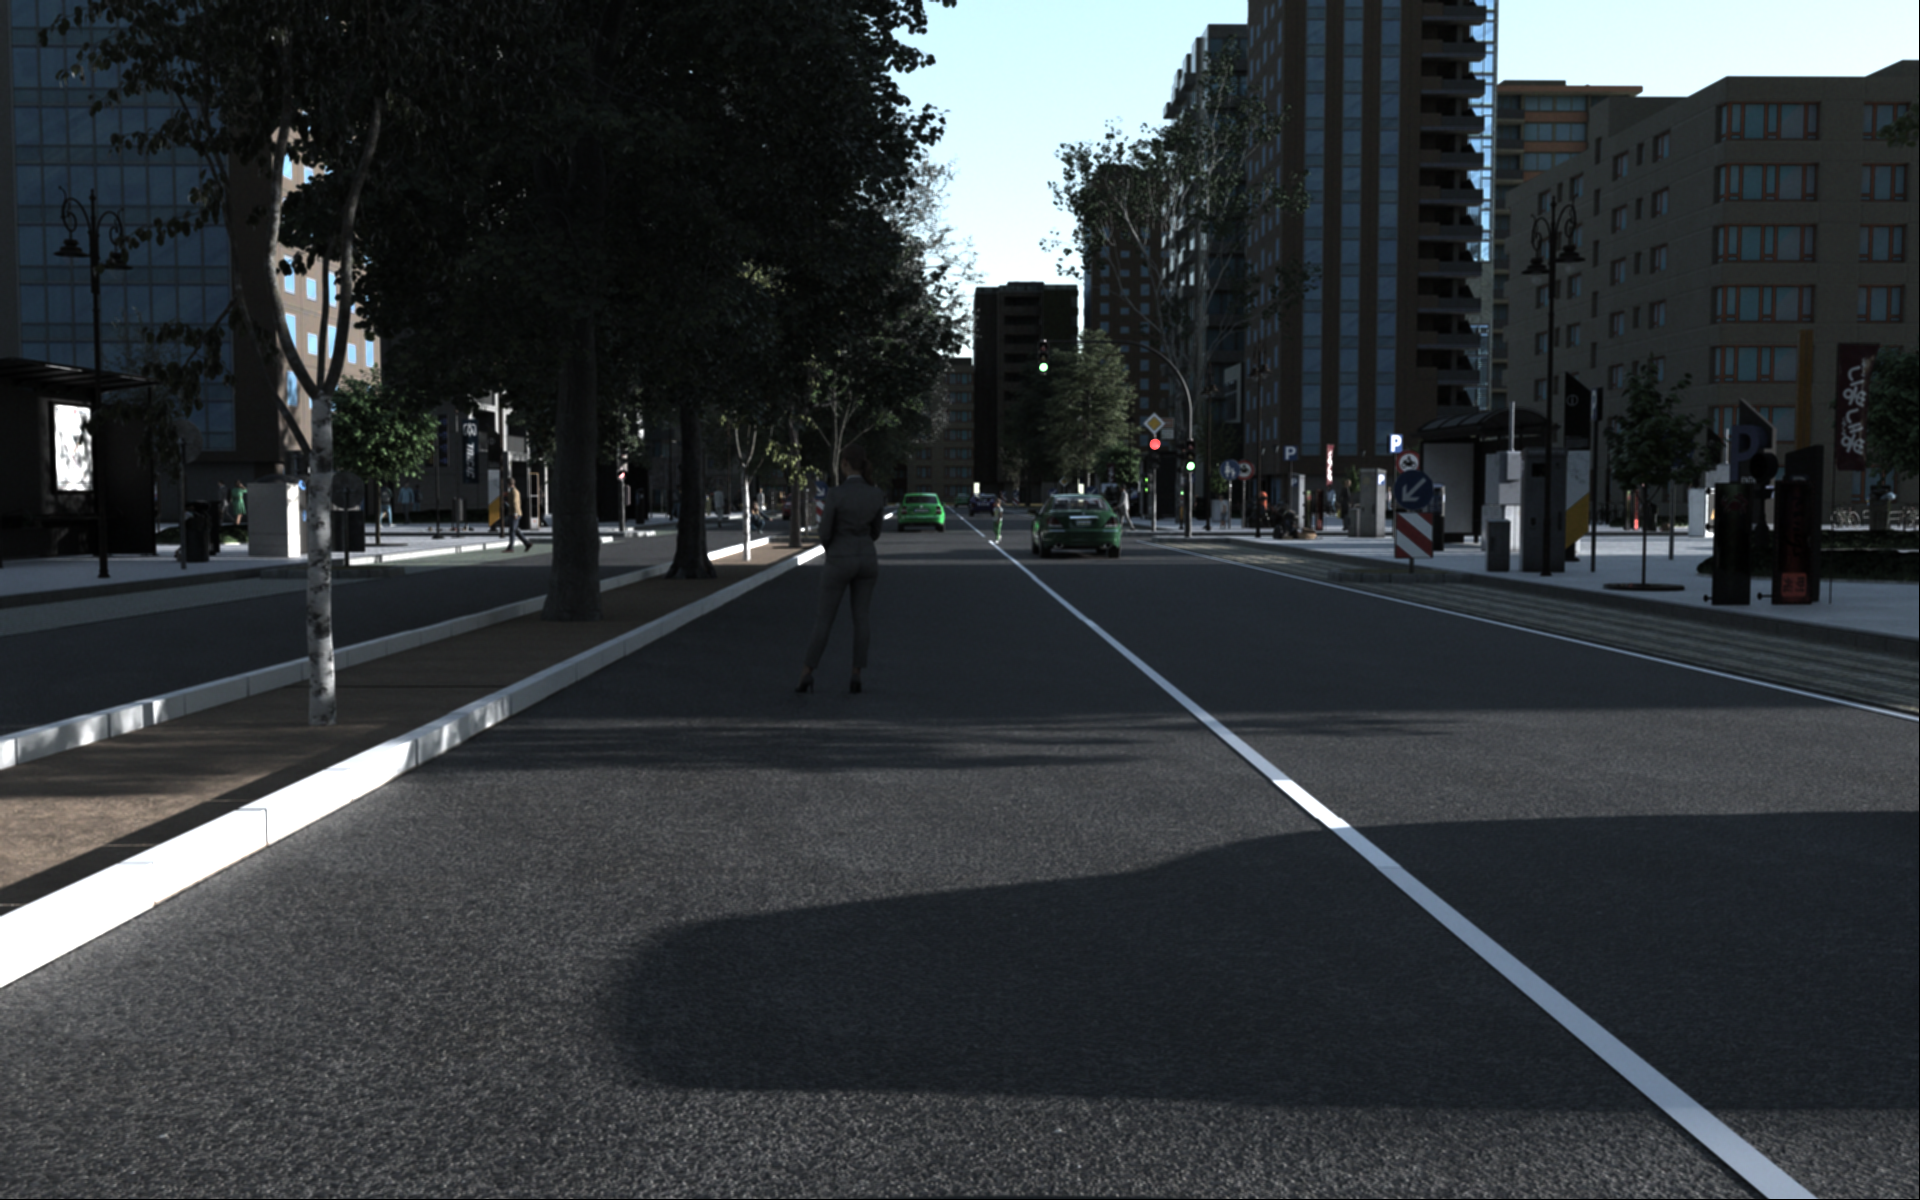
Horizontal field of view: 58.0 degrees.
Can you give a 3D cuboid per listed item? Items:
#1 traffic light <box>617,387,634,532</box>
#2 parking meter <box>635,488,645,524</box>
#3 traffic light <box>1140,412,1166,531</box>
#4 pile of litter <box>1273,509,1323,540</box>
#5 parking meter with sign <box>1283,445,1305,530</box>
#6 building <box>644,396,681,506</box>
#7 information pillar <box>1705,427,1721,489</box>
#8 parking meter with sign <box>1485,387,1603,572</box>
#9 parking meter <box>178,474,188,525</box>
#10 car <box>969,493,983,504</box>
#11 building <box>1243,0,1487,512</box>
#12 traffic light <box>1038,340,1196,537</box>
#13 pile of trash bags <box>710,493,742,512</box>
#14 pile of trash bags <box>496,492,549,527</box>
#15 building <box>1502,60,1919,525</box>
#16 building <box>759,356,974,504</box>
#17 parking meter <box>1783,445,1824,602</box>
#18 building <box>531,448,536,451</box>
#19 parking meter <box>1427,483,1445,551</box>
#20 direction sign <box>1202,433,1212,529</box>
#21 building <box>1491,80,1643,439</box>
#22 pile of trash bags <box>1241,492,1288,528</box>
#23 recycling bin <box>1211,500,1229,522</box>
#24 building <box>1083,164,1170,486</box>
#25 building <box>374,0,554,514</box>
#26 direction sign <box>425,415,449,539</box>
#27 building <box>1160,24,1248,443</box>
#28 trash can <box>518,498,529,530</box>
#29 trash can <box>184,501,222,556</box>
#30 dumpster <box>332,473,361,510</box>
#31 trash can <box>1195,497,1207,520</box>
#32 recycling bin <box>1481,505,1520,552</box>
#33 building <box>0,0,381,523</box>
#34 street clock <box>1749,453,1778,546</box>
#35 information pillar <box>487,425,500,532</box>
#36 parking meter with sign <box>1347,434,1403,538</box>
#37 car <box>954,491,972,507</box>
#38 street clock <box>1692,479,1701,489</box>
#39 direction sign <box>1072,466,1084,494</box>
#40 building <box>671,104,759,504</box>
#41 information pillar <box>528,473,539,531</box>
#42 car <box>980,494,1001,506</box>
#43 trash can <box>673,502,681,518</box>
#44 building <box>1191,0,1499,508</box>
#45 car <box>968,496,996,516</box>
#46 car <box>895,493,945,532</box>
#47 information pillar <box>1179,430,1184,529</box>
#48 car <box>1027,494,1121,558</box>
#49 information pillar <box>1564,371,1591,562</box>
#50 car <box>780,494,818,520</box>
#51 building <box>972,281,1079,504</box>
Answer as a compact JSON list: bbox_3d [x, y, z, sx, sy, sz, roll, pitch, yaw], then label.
[{"bbox_3d":[-9.441,-5.168,59.156,4.771,5.953,1.251,0,4,-1],"label":"traffic light"},{"bbox_3d":[-13.654,-4.004,73.884,0.372,1.533,0.369,0,3,0],"label":"parking meter"},{"bbox_3d":[6.628,-4.310,59.391,0.839,4.253,0.868,0,4,-1],"label":"traffic light"},{"bbox_3d":[9.620,-2.159,49.272,1.719,0.858,1.176,-1,4,-20],"label":"pile of litter"},{"bbox_3d":[12.247,-4.075,62.882,0.543,3.016,1.738,2,4,28],"label":"parking meter with sign"},{"bbox_3d":[-45.628,-34.485,183.444,30.456,49.044,23.786,0,4,-1],"label":"building"},{"bbox_3d":[26.363,-4.240,60.673,0.504,3.616,0.183,0,4,4],"label":"information pillar"},{"bbox_3d":[9.616,-1.977,28.586,1.738,3.016,0.543,1,4,10],"label":"parking meter with sign"},{"bbox_3d":[-22.437,-2.710,50.021,0.255,1.863,0.399,-2,4,-24],"label":"parking meter"},{"bbox_3d":[1.814,-9.521,165.254,1.945,1.707,3.694,0,4,-3],"label":"car"},{"bbox_3d":[29.168,-29.183,127.257,14.600,45.320,14.200,0,4,-1],"label":"building"},{"bbox_3d":[4.664,-4.683,51.233,4.771,5.953,1.251,0,4,-1],"label":"traffic light"},{"bbox_3d":[-17.681,-7.263,128.508,1.912,1.369,3.447,-3,4,-37],"label":"pile of trash bags"},{"bbox_3d":[-17.485,-3.567,68.069,1.912,1.369,3.447,-2,4,-29],"label":"pile of trash bags"},{"bbox_3d":[45.870,-14.735,85.956,28.899,21.520,27.650,0,4,-1],"label":"building"},{"bbox_3d":[-12.768,-24.509,245.767,28.899,21.520,27.650,0,4,-1],"label":"building"},{"bbox_3d":[10.084,-0.920,20.758,0.255,1.863,0.399,-3,5,-40],"label":"parking meter"},{"bbox_3d":[-39.972,-37.022,147.302,21.231,58.520,28.212,0,4,-1],"label":"building"},{"bbox_3d":[10.785,-1.886,39.252,0.372,1.533,0.369,0,3,0],"label":"parking meter"},{"bbox_3d":[9.153,-4.403,63.992,0.379,3.537,0.876,0,4,1],"label":"direction sign"},{"bbox_3d":[61.087,-32.517,186.278,28.867,44.769,22.147,0,4,-1],"label":"building"},{"bbox_3d":[11.672,-3.450,66.165,1.912,1.369,3.447,0,4,2],"label":"pile of trash bags"},{"bbox_3d":[11.797,-4.036,78.537,0.722,1.027,0.722,0,4,-2],"label":"recycling bin"},{"bbox_3d":[24.565,-35.970,238.217,14.200,45.320,14.600,0,4,-1],"label":"building"},{"bbox_3d":[-36.257,-40.925,107.381,20.563,71.187,20.611,0,4,-1],"label":"building"},{"bbox_3d":[-14.954,-3.519,49.533,0.876,3.537,0.379,2,4,27],"label":"direction sign"},{"bbox_3d":[33.180,-34.332,180.931,23.786,49.044,30.456,0,4,-1],"label":"building"},{"bbox_3d":[-15.504,-3.075,61.923,0.748,1.137,0.748,0,3,0],"label":"trash can"},{"bbox_3d":[-15.777,-1.497,36.124,0.748,1.137,0.748,0,3,0],"label":"trash can"},{"bbox_3d":[-17.059,-2.509,46.784,1.264,1.857,1.865,0,4,-1],"label":"dumpster"},{"bbox_3d":[11.983,-4.529,85.697,0.748,1.137,0.748,0,3,0],"label":"trash can"},{"bbox_3d":[12.240,-1.617,38.985,0.722,1.027,0.722,-1,4,-22],"label":"recycling bin"},{"bbox_3d":[-36.631,-26.361,81.116,14.600,45.320,14.200,0,4,-1],"label":"building"},{"bbox_3d":[14.044,-1.574,30.311,0.358,2.002,0.471,-1,4,-14],"label":"street clock"},{"bbox_3d":[-15.711,-4.108,58.516,0.504,3.616,0.183,-1,4,-8],"label":"information pillar"},{"bbox_3d":[12.190,-3.354,51.103,0.543,3.016,1.738,-2,4,-33],"label":"parking meter with sign"},{"bbox_3d":[0.319,-11.016,188.910,1.959,1.807,4.718,0,4,-3],"label":"car"},{"bbox_3d":[25.254,-3.356,59.444,0.358,2.002,0.471,2,4,29],"label":"street clock"},{"bbox_3d":[9.115,-8.682,133.942,0.876,3.537,0.379,-1,4,-9],"label":"direction sign"},{"bbox_3d":[-41.642,-42.741,240.812,28.212,58.520,21.231,0,4,-1],"label":"building"},{"bbox_3d":[-14.923,-3.434,60.644,0.304,2.012,0.304,-1,4,-21],"label":"information pillar"},{"bbox_3d":[2.257,-7.854,140.211,2.131,1.459,4.920,0,4,-1],"label":"car"},{"bbox_3d":[-15.235,-5.022,93.763,0.748,1.137,0.748,0,3,0],"label":"trash can"},{"bbox_3d":[33.227,-51.159,149.113,22.319,86.520,31.000,0,4,-1],"label":"building"},{"bbox_3d":[1.480,-6.149,113.111,1.945,1.354,3.894,0,4,-1],"label":"car"},{"bbox_3d":[-1.535,-3.557,66.961,1.959,1.807,4.718,0,4,-2],"label":"car"},{"bbox_3d":[8.049,-4.373,62.854,0.183,3.616,0.504,0,4,6],"label":"information pillar"},{"bbox_3d":[2.669,-1.746,40.351,2.131,1.459,4.920,0,4,-1],"label":"car"},{"bbox_3d":[11.702,-2.541,32.902,0.504,3.616,0.183,2,4,31],"label":"information pillar"},{"bbox_3d":[-8.975,-5.385,97.092,2.155,1.783,4.494,0,4,-2],"label":"car"},{"bbox_3d":[8.847,-28.560,238.651,14.107,30.474,14.160,0,4,-1],"label":"building"}]
